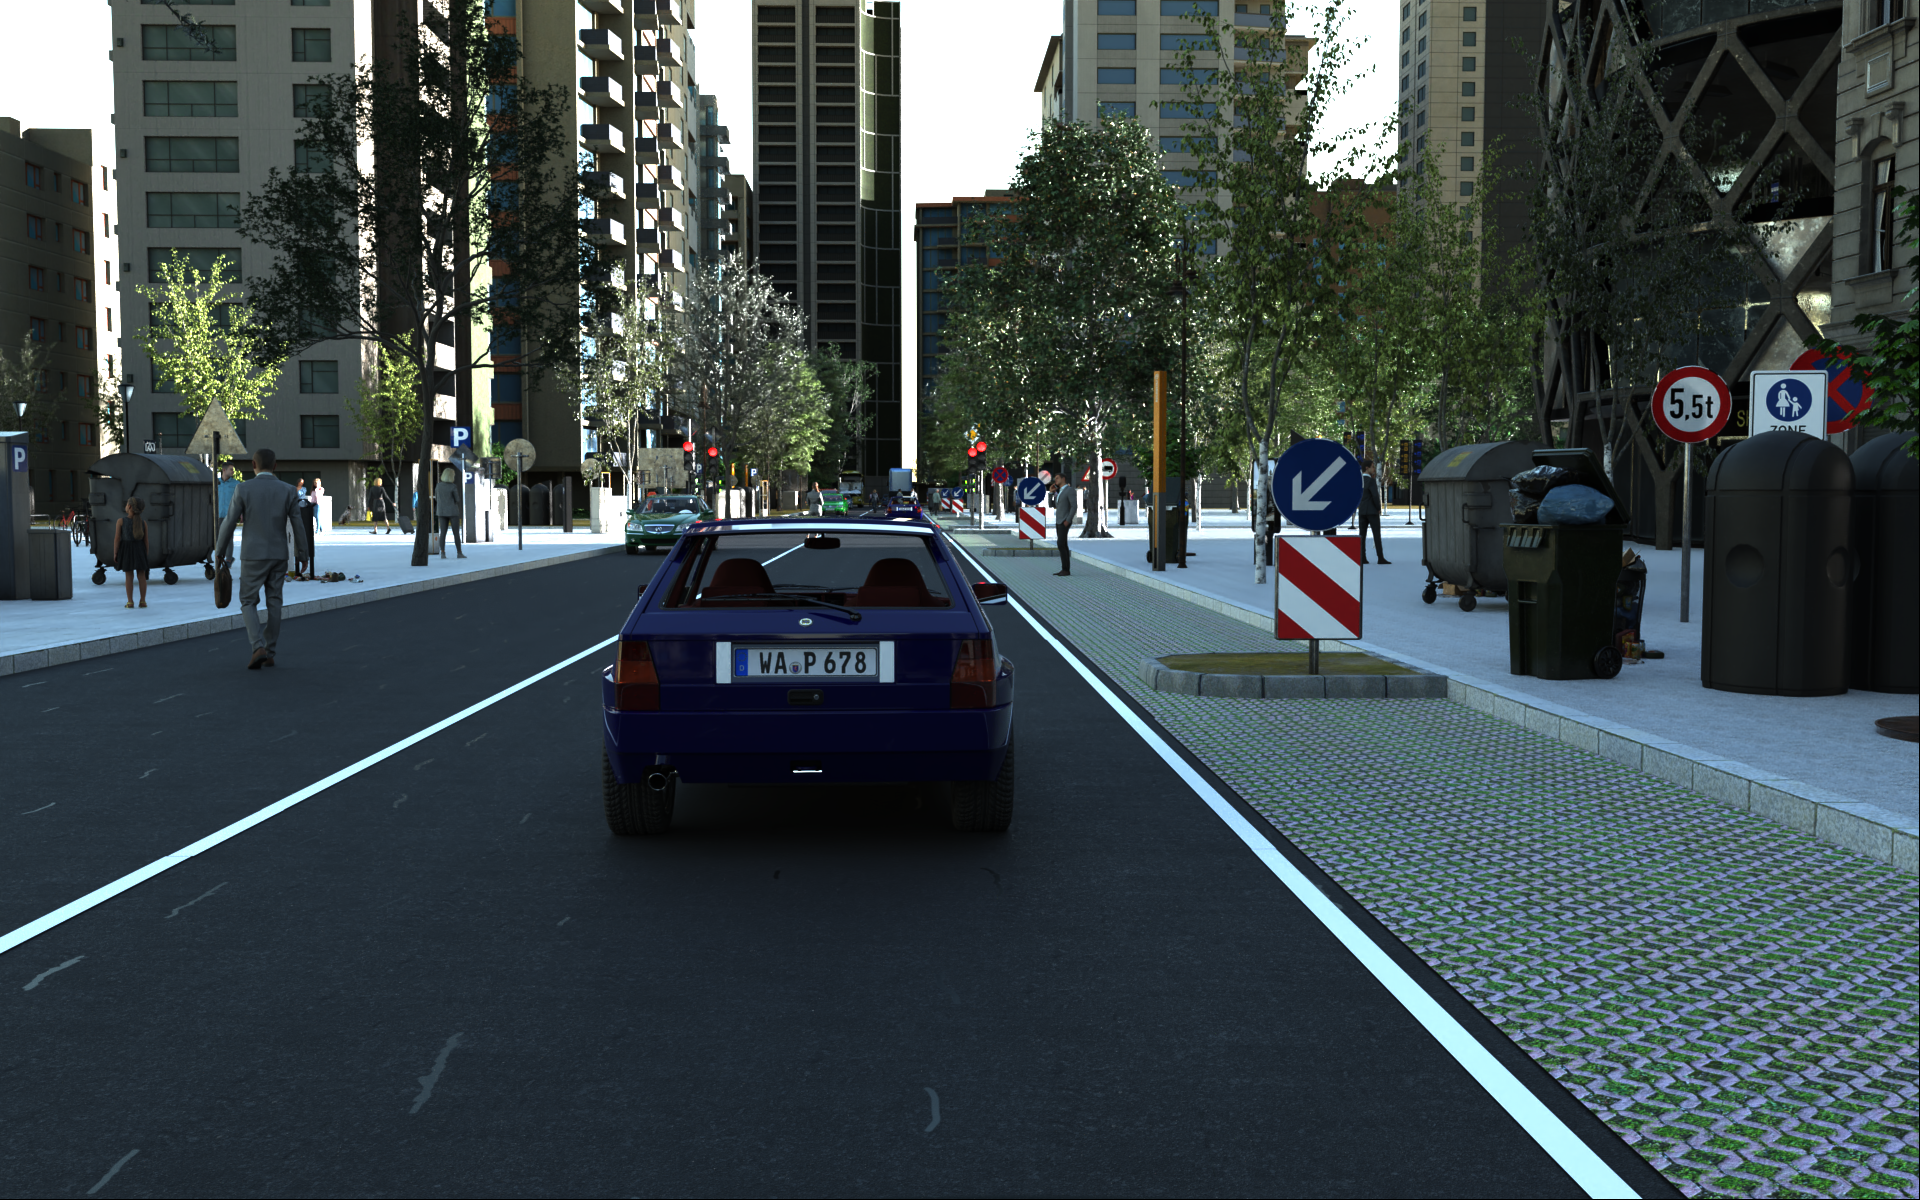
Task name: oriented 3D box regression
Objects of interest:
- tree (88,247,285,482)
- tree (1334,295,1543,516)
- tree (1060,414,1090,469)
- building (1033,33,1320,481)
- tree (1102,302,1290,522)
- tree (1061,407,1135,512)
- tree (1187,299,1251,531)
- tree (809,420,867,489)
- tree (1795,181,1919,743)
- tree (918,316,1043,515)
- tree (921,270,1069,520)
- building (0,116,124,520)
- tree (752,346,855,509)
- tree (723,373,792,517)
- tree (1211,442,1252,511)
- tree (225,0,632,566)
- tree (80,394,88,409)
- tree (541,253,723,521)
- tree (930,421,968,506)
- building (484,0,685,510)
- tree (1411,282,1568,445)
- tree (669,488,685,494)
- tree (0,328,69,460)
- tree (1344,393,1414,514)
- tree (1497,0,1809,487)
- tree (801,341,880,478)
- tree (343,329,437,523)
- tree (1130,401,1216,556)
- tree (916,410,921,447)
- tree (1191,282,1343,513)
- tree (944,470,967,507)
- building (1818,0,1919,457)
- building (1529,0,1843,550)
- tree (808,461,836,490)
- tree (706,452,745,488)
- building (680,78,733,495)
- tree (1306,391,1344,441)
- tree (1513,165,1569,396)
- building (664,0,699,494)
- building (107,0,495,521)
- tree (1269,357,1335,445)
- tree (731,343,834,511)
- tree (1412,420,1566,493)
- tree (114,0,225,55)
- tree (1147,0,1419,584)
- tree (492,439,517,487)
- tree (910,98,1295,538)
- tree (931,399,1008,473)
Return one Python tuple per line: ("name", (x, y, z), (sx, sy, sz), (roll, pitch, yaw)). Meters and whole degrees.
("tree", (-22.801, -6.252, 52.581), (4.737, 8.622, 4.395), (0, 3, 0))
("tree", (27.032, -10.133, 91.424), (9.928, 11.665, 9.643), (0, 3, 0))
("tree", (11.287, -12.356, 136.440), (8.767, 10.594, 7.601), (-1, 4, -20))
("building", (23.636, -37.181, 197.143), (28.713, 52.752, 27.495), (0, 4, -2))
("tree", (10.660, -8.813, 78.502), (8.767, 10.594, 7.601), (0, 4, 0))
("tree", (9.890, -12.204, 125.294), (9.928, 11.665, 9.643), (0, 3, 0))
("tree", (8.366, -6.767, 60.995), (4.360, 8.622, 3.978), (0, 3, 0))
("tree", (-15.064, -16.312, 201.115), (8.767, 10.594, 7.601), (0, 4, -7))
("tree", (5.399, -0.874, 8.899), (1.663, 3.219, 1.824), (0, 3, 0))
("tree", (2.275, -11.896, 104.864), (12.009, 13.543, 11.850), (0, 3, 0))
("tree", (2.430, -10.297, 86.491), (7.486, 12.596, 7.792), (0, 3, 0))
("building", (-60.208, -15.142, 92.609), (28.899, 21.520, 27.650), (0, 4, -2))
("tree", (-13.581, -14.879, 149.922), (9.857, 13.997, 8.962), (0, 3, 0))
("tree", (-12.300, -9.722, 109.311), (4.360, 8.622, 3.978), (0, 3, 0))
("tree", (21.955, -12.506, 130.229), (9.928, 11.665, 9.643), (0, 3, 0))
("tree", (-9.315, -5.886, 30.642), (7.601, 10.594, 8.767), (0, 4, -4))
("tree", (-42.287, -8.418, 87.996), (4.737, 8.622, 4.395), (0, 3, 0))
("tree", (-10.302, -6.260, 52.710), (4.360, 8.622, 3.978), (0, 3, 0))
("tree", (-0.029, -16.080, 188.670), (9.928, 11.665, 9.643), (0, 3, 0))
("building", (-31.296, -28.499, 120.580), (22.147, 44.769, 28.867), (0, 4, -2))
("tree", (23.462, -8.639, 75.665), (7.601, 10.594, 8.767), (-1, 4, -10))
("tree", (-16.519, -6.445, 99.970), (1.663, 3.219, 1.824), (0, 3, 0))
("tree", (-42.010, -7.759, 77.216), (4.360, 8.622, 3.978), (0, 3, 0))
("tree", (26.907, -9.729, 109.435), (4.360, 8.622, 3.978), (0, 3, 0))
("tree", (9.905, -4.615, 25.826), (4.360, 8.622, 3.978), (0, 3, 0))
("tree", (-16.263, -22.073, 216.779), (12.611, 20.169, 13.585), (0, 3, 0))
("tree", (-25.253, -7.759, 77.224), (4.737, 8.622, 4.395), (0, 3, 0))
("tree", (4.292, -2.542, 36.164), (1.663, 3.219, 1.824), (0, 3, 0))
("tree", (-0.373, -14.315, 152.176), (7.486, 12.596, 7.792), (0, 3, 0))
("tree", (16.866, -10.684, 92.806), (7.486, 12.596, 7.792), (0, 3, 0))
("tree", (-0.193, -11.918, 178.571), (4.285, 4.588, 4.351), (0, 3, 0))
("building", (19.524, -10.453, 20.054), (9.793, 20.994, 18.267), (0, 4, -2))
("building", (23.768, -10.759, 43.361), (16.820, 18.784, 16.811), (0, 4, -2))
("tree", (-14.081, -11.633, 173.911), (4.285, 4.588, 4.351), (0, 3, 0))
("tree", (-18.468, -9.300, 135.762), (4.285, 4.588, 4.351), (0, 3, 0))
("building", (-41.641, -35.315, 197.010), (30.456, 49.044, 23.786), (0, 4, -2))
("tree", (26.002, -10.393, 120.288), (4.360, 8.622, 3.978), (0, 3, 0))
("tree", (10.274, -5.211, 35.560), (4.737, 8.622, 4.395), (0, 3, 0))
("building", (-38.719, -34.787, 158.014), (28.713, 52.752, 27.495), (0, 4, -2))
("building", (-32.121, -19.255, 86.522), (14.160, 30.474, 14.107), (0, 4, -2))
("tree", (24.877, -10.793, 102.215), (9.928, 11.665, 9.643), (0, 3, 0))
("tree", (-13.017, -12.876, 128.656), (7.486, 12.596, 7.792), (0, 3, 0))
("tree", (40.840, -9.838, 123.753), (20.602, 7.101, 11.467), (3, 5, 39))
("tree", (-8.985, -6.223, 12.115), (12.009, 13.543, 11.850), (0, 3, 0))
("tree", (4.499, -4.551, 24.766), (4.737, 8.622, 4.395), (0, 3, 0))
("tree", (-26.437, -6.928, 96.980), (4.285, 4.588, 4.351), (0, 3, 0))
("tree", (3.932, -8.180, 50.751), (9.611, 12.733, 9.660), (0, 3, 0))
("tree", (1.180, -12.646, 141.166), (7.601, 10.594, 8.767), (-1, 4, -18))
